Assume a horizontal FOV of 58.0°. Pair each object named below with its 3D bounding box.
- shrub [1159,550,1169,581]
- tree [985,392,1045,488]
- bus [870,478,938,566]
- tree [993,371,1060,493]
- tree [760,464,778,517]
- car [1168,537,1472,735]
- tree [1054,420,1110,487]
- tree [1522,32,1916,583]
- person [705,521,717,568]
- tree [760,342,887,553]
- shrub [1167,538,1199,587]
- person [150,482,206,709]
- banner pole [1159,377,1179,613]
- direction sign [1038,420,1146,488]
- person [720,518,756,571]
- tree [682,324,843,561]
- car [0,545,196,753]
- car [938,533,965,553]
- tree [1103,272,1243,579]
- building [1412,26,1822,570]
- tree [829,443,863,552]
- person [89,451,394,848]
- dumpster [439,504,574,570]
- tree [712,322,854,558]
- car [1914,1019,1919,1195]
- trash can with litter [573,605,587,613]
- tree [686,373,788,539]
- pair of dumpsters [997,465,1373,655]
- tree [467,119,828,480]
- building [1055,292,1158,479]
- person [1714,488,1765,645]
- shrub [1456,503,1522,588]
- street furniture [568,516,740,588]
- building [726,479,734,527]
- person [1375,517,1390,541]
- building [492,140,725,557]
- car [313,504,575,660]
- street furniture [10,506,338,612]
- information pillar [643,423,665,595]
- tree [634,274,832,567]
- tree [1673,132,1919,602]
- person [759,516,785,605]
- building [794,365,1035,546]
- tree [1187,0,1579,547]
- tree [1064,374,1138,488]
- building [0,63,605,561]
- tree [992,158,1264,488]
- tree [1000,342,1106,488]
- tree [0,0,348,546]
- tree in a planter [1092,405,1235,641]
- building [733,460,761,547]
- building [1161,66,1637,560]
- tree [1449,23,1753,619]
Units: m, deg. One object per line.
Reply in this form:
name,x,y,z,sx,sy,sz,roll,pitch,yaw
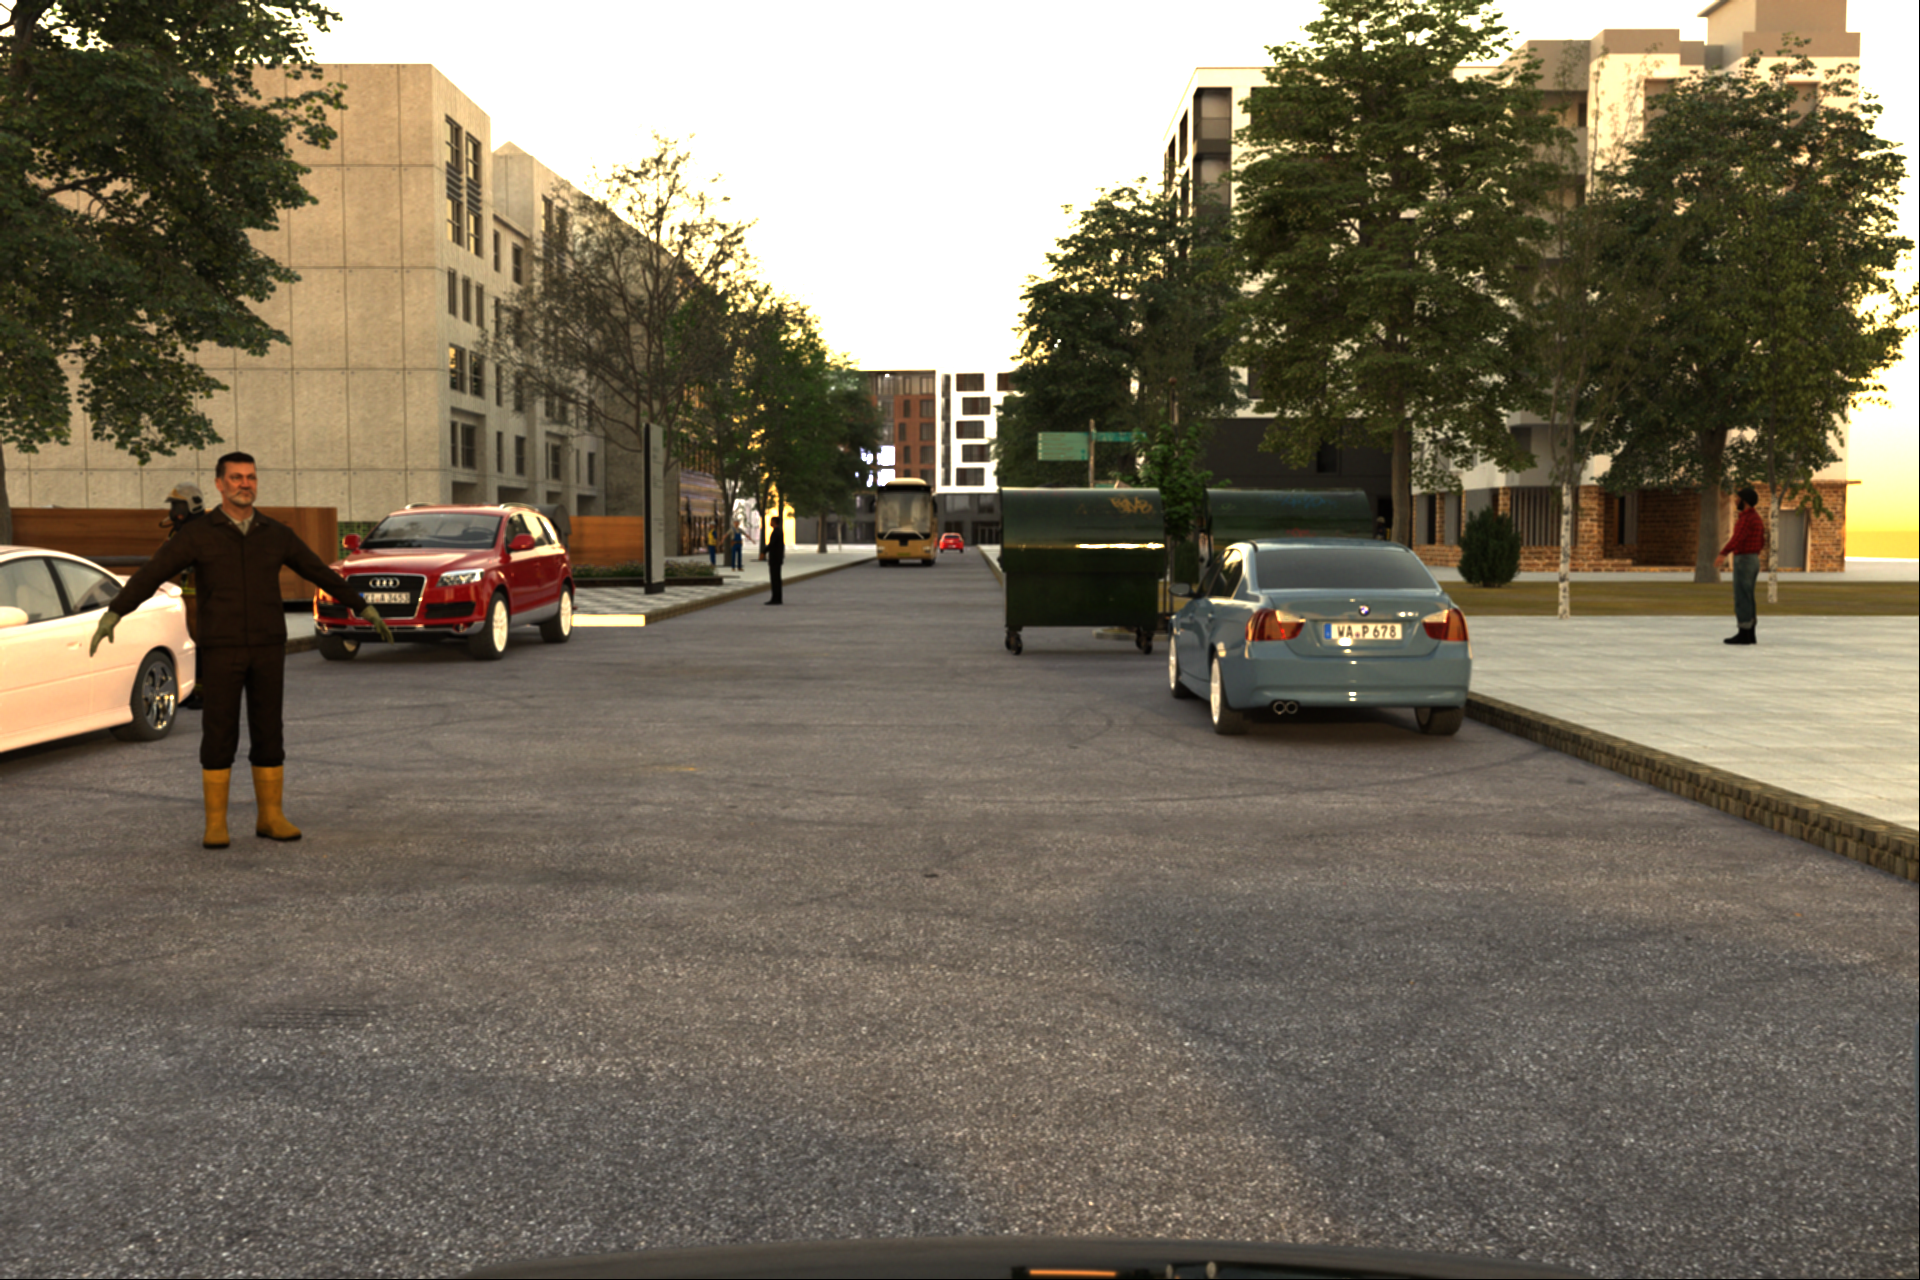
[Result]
shrub,5.145,-2.153,46.323,1.383,1.207,1.383,0,3,0
tree,6.691,-13.844,133.004,9.857,13.997,8.962,0,3,0
bus,-2.389,-5.414,80.060,2.896,3.916,12.252,0,4,0
tree,5.866,-12.127,116.407,7.486,12.596,7.792,0,3,0
tree,-26.172,-17.360,218.249,7.601,10.594,8.767,0,4,-2
car,2.699,-0.100,13.632,2.014,1.417,4.499,0,4,1
tree,6.612,-8.681,92.300,4.737,8.622,4.395,0,3,0
tree,19.697,-8.489,45.455,9.857,13.997,8.962,0,3,0
person,-9.479,-3.625,65.731,0.721,1.772,1.216,-2,4,-23
tree,-9.324,-12.852,116.783,9.857,13.997,8.962,0,3,0
shrub,5.538,-1.903,42.233,1.383,1.207,1.383,0,3,0
person,-6.352,-0.368,14.241,1.354,1.858,0.705,2,4,29
banner pole,3.391,-2.288,27.420,0.401,3.779,0.863,0,4,-1
direction sign,3.073,-3.131,39.953,2.525,3.948,1.411,0,4,1
person,-7.743,-3.320,60.141,1.347,1.847,0.705,-2,4,-34
tree,-9.369,-9.531,81.591,9.928,11.665,9.643,0,3,0
car,-6.486,0.103,10.686,2.083,1.381,4.827,0,4,1
car,-0.655,-7.603,133.343,2.155,1.783,4.494,0,4,-1
tree,5.726,-6.046,49.212,4.360,8.622,3.978,0,3,0
building,24.073,-13.118,70.907,16.016,20.090,11.380,0,4,0
tree,-8.884,-10.778,126.583,4.737,8.622,4.395,0,3,0
person,-3.320,0.035,8.029,1.346,1.812,0.704,-3,5,-39
dumpster,-6.619,-1.027,25.007,1.865,1.857,1.264,0,4,0
tree,-9.454,-10.603,91.493,7.486,12.596,7.792,0,3,0
car,2.609,0.657,1.268,2.014,1.417,4.499,0,4,0
trash can with litter,-6.885,-1.094,28.938,1.678,1.210,2.233,0,4,1
tree,-9.931,-7.540,73.649,4.360,8.622,3.978,0,3,0
pair of dumpsters,2.662,-0.981,20.998,4.436,2.255,1.574,0,4,-1
tree,-9.061,-8.590,50.810,12.009,13.543,11.850,0,3,0
building,22.485,-19.477,162.431,27.936,21.610,32.646,0,3,0
person,9.142,-0.863,20.225,0.704,1.816,1.345,3,5,41
shrub,12.732,-2.278,41.663,1.690,2.028,1.600,0,3,0
street furniture,-9.294,-2.252,43.677,11.010,1.723,9.812,-2,4,-32
building,-27.352,-18.382,156.966,16.016,20.090,11.380,0,4,1
person,14.205,-3.231,58.607,0.705,1.856,1.354,2,4,23
building,-25.000,-16.830,106.094,19.493,23.208,18.063,0,4,1
car,-6.209,-0.776,21.358,2.281,1.827,5.304,0,4,1
street furniture,-13.461,-1.452,30.593,9.812,1.723,11.010,-3,5,-43
information pillar,-6.616,-2.821,37.437,0.184,3.620,1.656,0,4,-1
tree,-8.983,-8.675,67.591,9.928,11.665,9.643,0,3,0
tree,15.483,-5.005,32.202,4.737,8.622,4.395,0,3,0
person,-3.783,-1.625,35.252,0.704,1.802,1.346,1,4,11
building,-3.066,-23.065,223.546,32.646,21.610,27.936,1,4,8
tree,8.133,-7.040,33.234,7.486,12.596,7.792,0,3,0
tree,6.046,-7.506,73.081,4.360,8.622,3.978,0,3,0
building,-28.221,-13.127,81.077,16.747,18.905,31.486,0,4,0
tree,5.658,-9.377,59.969,9.857,13.997,8.962,0,3,0
tree,6.235,-11.259,102.217,7.486,12.596,7.792,0,3,0
tree,-12.848,-7.083,22.456,9.857,13.997,8.962,0,3,0
tree in a planter,2.861,-1.642,24.072,1.991,3.239,1.994,0,4,1
building,-25.854,-14.924,186.155,9.099,9.664,28.070,0,4,0
building,24.443,-15.185,92.250,27.936,21.610,32.646,0,4,1
tree,8.911,-4.625,25.982,4.360,8.622,3.978,0,3,0
